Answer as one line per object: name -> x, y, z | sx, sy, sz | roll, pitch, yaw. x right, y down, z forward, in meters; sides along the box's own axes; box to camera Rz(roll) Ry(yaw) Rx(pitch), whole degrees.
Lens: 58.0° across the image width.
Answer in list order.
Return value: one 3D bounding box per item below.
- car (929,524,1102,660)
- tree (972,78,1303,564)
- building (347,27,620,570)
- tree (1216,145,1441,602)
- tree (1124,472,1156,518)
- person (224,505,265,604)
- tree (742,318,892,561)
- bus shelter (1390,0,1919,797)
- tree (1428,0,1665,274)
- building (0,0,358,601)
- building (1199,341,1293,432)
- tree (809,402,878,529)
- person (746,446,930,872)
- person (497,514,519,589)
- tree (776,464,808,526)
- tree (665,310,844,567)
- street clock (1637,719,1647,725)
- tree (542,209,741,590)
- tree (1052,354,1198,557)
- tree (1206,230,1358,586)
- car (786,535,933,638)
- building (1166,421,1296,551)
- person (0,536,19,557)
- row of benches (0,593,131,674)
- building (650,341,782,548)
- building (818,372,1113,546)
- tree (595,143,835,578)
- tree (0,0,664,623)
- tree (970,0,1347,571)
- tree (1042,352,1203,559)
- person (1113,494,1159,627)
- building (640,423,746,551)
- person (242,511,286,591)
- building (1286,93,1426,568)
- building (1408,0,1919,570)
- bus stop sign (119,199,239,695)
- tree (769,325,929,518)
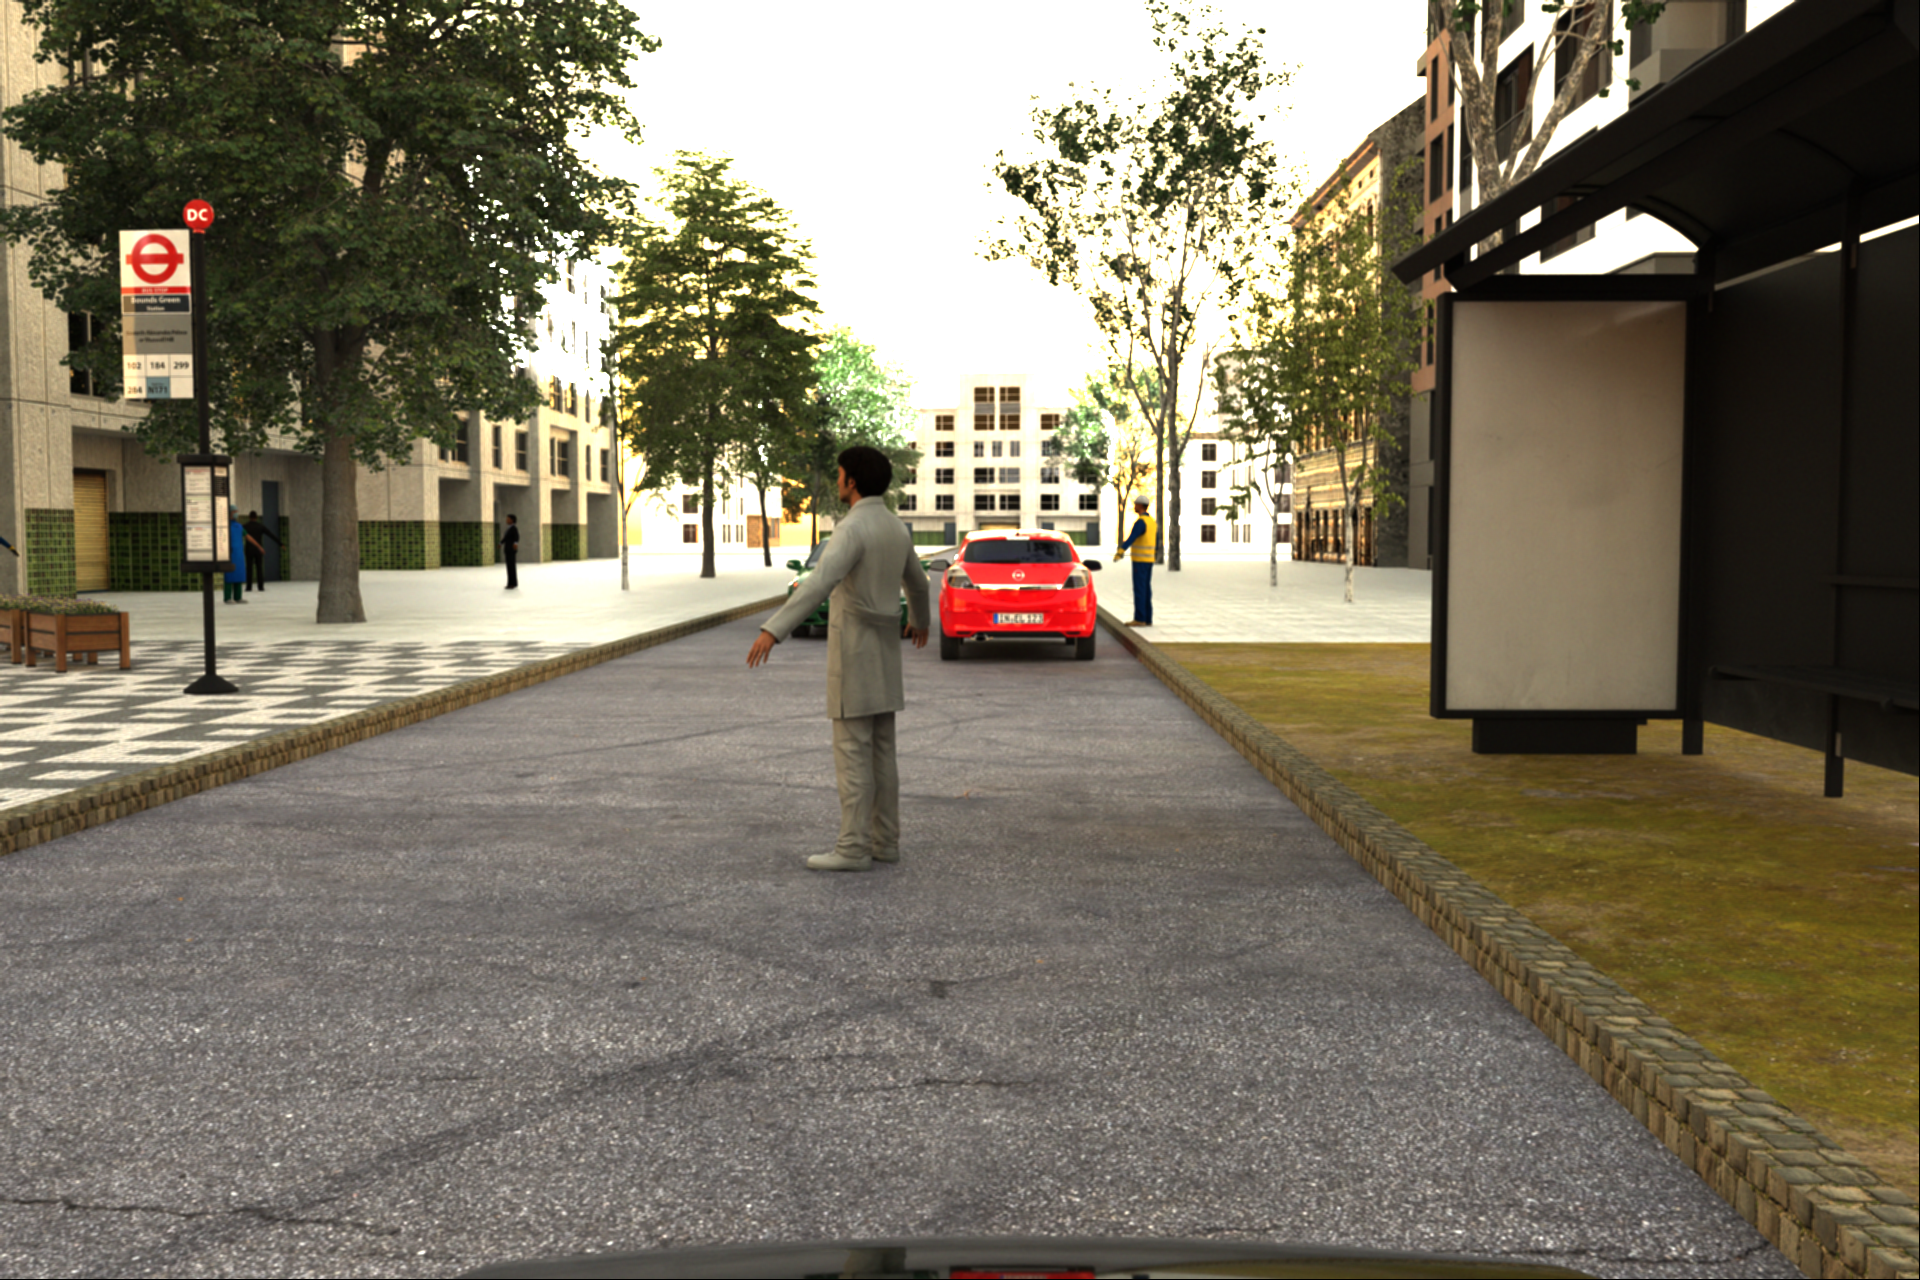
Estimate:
car -> 0.685, -0.743, 21.188 | 2.155, 1.783, 4.494 | 0, 4, 1
tree -> 7.180, -13.317, 73.621 | 12.611, 20.169, 13.585 | 0, 3, 0
building -> -26.971, -12.863, 76.763 | 16.747, 18.905, 31.486 | 0, 4, 1
tree -> 7.167, -5.015, 32.352 | 4.737, 8.622, 4.395 | 0, 3, 0
tree -> 20.428, -14.920, 194.301 | 4.737, 8.622, 4.395 | 0, 3, 0
person -> -13.361, -1.575, 31.885 | 0.704, 1.817, 1.347 | 1, 4, 20
tree -> -6.854, -9.595, 82.632 | 9.928, 11.665, 9.643 | 0, 3, 0
bus shelter -> 3.516, -0.833, 7.551 | 2.014, 3.302, 5.546 | 0, 4, 1
tree -> 8.100, -10.128, 21.487 | 12.611, 20.169, 13.585 | 0, 3, 0
building -> -25.477, -10.097, 31.547 | 16.747, 18.905, 31.486 | 0, 4, 2
building -> 28.731, -19.190, 170.184 | 16.016, 20.090, 11.380 | 0, 4, 1
tree -> -7.041, -8.837, 94.844 | 4.360, 8.622, 3.978 | 0, 3, 0
person -> -0.439, 0.071, 7.479 | 0.705, 1.806, 1.347 | 2, 4, 29
person -> -10.572, -2.066, 40.495 | 0.721, 1.740, 1.216 | -2, 4, -33
tree -> -21.170, -17.821, 198.021 | 9.857, 13.997, 8.962 | 0, 3, 0
tree -> -7.869, -8.195, 68.399 | 7.601, 10.594, 8.767 | 2, 4, 31
street clock -> 4.525, -0.434, 11.665 | 0.358, 2.002, 0.471 | 0, 4, 2
tree -> -7.908, -5.465, 39.711 | 4.360, 8.622, 3.978 | 0, 3, 0
tree -> 9.264, -10.562, 98.440 | 9.928, 11.665, 9.643 | 0, 3, 0
tree -> 7.806, -5.652, 42.769 | 4.737, 8.622, 4.395 | 0, 3, 0
car -> -1.416, -0.837, 25.487 | 2.131, 1.459, 4.920 | 0, 4, 1
building -> 22.847, -12.261, 142.611 | 9.099, 9.664, 28.070 | 0, 4, 1
person -> -15.332, -1.268, 27.192 | 0.721, 1.772, 1.216 | 1, 4, 21
row of benches -> -9.342, -0.124, 17.485 | 1.422, 0.672, 4.104 | -3, 5, -43
building -> -23.787, -18.931, 165.935 | 16.016, 20.090, 11.380 | 0, 4, 2
building -> 1.117, -20.077, 197.168 | 31.486, 18.905, 16.747 | 1, 4, 9
tree -> -7.242, -8.139, 51.196 | 7.486, 12.596, 7.792 | 0, 3, 0
tree -> -9.106, -7.226, 24.799 | 9.857, 13.997, 8.962 | 0, 3, 0
tree -> 6.606, -12.412, 58.818 | 12.611, 20.169, 13.585 | 0, 3, 0
tree -> 8.253, -9.453, 88.968 | 8.767, 10.594, 7.601 | 1, 4, 11
person -> 2.508, -1.110, 24.117 | 0.705, 1.833, 1.349 | 2, 4, 29
building -> -22.281, -12.404, 144.951 | 9.099, 9.664, 28.070 | 0, 4, 2
person -> -15.896, -2.004, 38.992 | 1.346, 1.802, 0.704 | -2, 4, -24
building -> 25.289, -14.903, 74.587 | 19.493, 23.208, 18.063 | 0, 4, 1
building -> 26.861, -12.434, 47.269 | 27.936, 21.610, 32.646 | 0, 4, 1
bus stop sign -> -6.291, -1.543, 13.931 | 0.855, 3.939, 0.416 | 0, 4, 3
tree -> -6.644, -12.170, 105.637 | 9.857, 13.997, 8.962 | 0, 3, 0
